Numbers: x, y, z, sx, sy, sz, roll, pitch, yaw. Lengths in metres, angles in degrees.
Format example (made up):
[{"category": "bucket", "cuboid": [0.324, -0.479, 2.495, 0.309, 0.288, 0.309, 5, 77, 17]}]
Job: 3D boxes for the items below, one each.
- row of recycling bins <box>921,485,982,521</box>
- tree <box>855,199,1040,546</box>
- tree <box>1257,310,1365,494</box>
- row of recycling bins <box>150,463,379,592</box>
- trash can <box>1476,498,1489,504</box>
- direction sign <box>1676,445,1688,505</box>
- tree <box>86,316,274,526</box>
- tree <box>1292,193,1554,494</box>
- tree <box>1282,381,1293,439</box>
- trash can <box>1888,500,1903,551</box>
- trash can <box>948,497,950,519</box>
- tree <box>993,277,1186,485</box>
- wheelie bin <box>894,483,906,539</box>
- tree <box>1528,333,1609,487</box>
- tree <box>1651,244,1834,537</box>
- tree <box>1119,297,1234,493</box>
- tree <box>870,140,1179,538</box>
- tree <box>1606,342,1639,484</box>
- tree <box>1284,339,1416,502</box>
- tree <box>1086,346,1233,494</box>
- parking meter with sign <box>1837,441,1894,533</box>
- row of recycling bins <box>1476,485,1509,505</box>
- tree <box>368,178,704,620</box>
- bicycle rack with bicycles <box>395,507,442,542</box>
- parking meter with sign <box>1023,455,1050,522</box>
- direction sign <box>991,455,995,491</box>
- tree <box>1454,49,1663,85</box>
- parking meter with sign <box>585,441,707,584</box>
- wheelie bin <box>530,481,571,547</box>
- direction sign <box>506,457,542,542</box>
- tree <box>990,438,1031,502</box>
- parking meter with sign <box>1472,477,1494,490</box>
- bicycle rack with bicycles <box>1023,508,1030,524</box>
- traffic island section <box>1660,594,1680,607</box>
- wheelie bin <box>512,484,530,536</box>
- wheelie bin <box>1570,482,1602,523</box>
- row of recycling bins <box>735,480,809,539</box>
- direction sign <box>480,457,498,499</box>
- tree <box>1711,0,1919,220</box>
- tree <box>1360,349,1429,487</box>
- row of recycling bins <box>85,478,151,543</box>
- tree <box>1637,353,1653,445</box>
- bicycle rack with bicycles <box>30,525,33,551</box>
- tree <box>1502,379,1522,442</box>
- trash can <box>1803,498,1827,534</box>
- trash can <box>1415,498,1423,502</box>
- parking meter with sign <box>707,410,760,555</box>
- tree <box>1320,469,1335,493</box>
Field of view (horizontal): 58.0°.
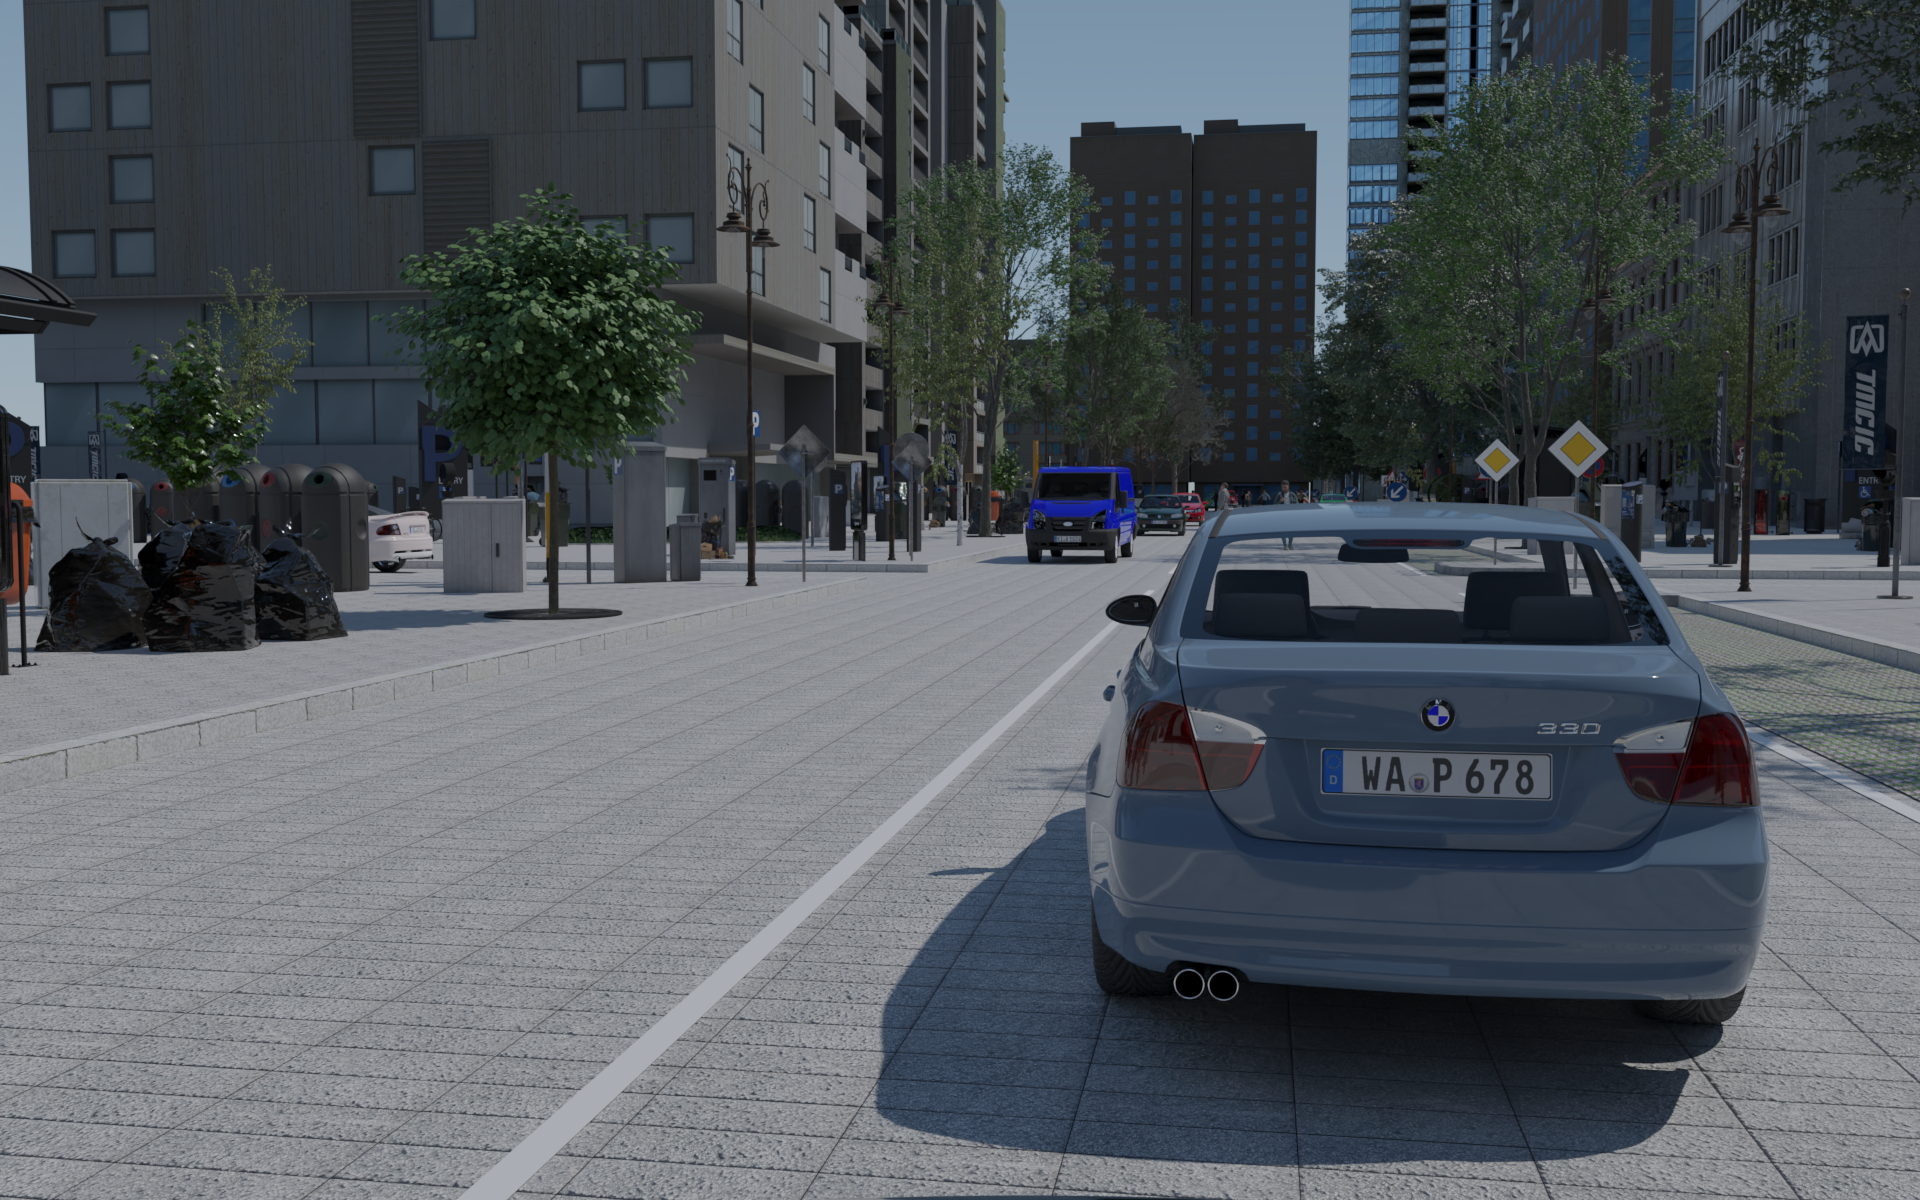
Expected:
[{"category": "row of recycling bins", "cuboid": [-0.550, -4.651, 83.160, 3.534, 1.692, 1.069, 0, 4, 7]}, {"category": "tree", "cuboid": [-0.240, -5.651, 42.756, 4.737, 8.622, 4.395, 0, 3, 0]}, {"category": "tree", "cuboid": [37.029, -19.725, 178.386, 12.611, 20.169, 13.585, 0, 3, 0]}, {"category": "row of recycling bins", "cuboid": [-9.425, -1.012, 23.666, 3.534, 1.692, 1.069, 2, 4, 31]}, {"category": "trash can", "cuboid": [19.292, -3.210, 64.139, 0.748, 1.137, 0.748, 0, 3, 0]}, {"category": "direction sign", "cuboid": [33.749, -5.444, 80.998, 0.379, 3.537, 0.876, -1, 4, -12]}, {"category": "tree", "cuboid": [-8.306, -1.488, 18.936, 1.663, 3.219, 1.824, 0, 3, 0]}, {"category": "tree", "cuboid": [19.383, -10.067, 71.258, 9.857, 13.997, 8.962, 0, 3, 0]}, {"category": "tree", "cuboid": [31.732, -14.505, 143.818, 9.857, 13.997, 8.962, 0, 3, 0]}, {"category": "trash can", "cuboid": [21.443, -1.691, 39.294, 0.748, 1.137, 0.748, 0, 3, 0]}, {"category": "trash can", "cuboid": [-0.321, -4.742, 89.185, 0.748, 1.137, 0.748, 0, 3, 0]}, {"category": "tree", "cuboid": [4.869, -8.325, 70.532, 8.767, 10.594, 7.601, 2, 4, 25]}, {"category": "wheelie bin", "cuboid": [-1.612, -2.522, 49.142, 0.980, 1.594, 0.693, -3, 4, -37]}, {"category": "tree", "cuboid": [28.326, -7.842, 78.582, 4.737, 8.622, 4.395, 0, 3, 0]}, {"category": "tree", "cuboid": [23.015, -6.141, 50.769, 4.737, 8.622, 4.395, 0, 3, 0]}, {"category": "tree", "cuboid": [20.411, -19.187, 169.593, 12.611, 20.169, 13.585, 0, 3, 0]}, {"category": "tree", "cuboid": [0.917, -7.661, 51.009, 9.928, 11.665, 9.643, 0, 3, 0]}, {"category": "tree", "cuboid": [28.881, -7.239, 68.724, 4.737, 8.622, 4.395, 0, 3, 0]}, {"category": "tree", "cuboid": [28.576, -12.718, 124.945, 9.611, 12.733, 9.660, 0, 3, 0]}, {"category": "tree", "cuboid": [15.449, -13.912, 137.823, 12.009, 13.543, 11.850, 0, 3, 0]}, {"category": "parking meter with sign", "cuboid": [29.629, -3.687, 56.538, 1.738, 3.016, 0.543, 1, 4, 23]}, {"category": "row of recycling bins", "cuboid": [22.519, -4.213, 76.000, 3.534, 1.692, 1.069, 1, 4, 17]}, {"category": "tree", "cuboid": [-4.374, -2.106, 18.152, 4.285, 4.588, 4.351, 0, 3, 0]}, {"category": "bicycle rack with bicycles", "cuboid": [-15.153, -2.015, 46.325, 2.852, 0.926, 2.925, 3, 5, 40]}, {"category": "parking meter with sign", "cuboid": [3.195, -5.019, 78.322, 1.738, 3.016, 0.543, 0, 4, 8]}, {"category": "direction sign", "cuboid": [1.939, -6.692, 101.403, 0.379, 3.537, 0.876, -1, 4, -14]}, {"category": "tree", "cuboid": [13.436, -6.993, 40.088, 9.928, 11.665, 9.643, 0, 3, 0]}, {"category": "parking meter with sign", "cuboid": [-4.618, -1.761, 25.056, 1.738, 3.016, 0.543, -3, 4, -36]}, {"category": "wheelie bin", "cuboid": [-9.887, -2.099, 42.229, 0.693, 1.594, 0.980, -3, 4, -37]}, {"category": "direction sign", "cuboid": [-11.536, -3.304, 46.010, 0.876, 3.537, 0.379, -2, 4, -28]}, {"category": "tree", "cuboid": [1.676, -3.977, 59.628, 1.663, 3.219, 1.824, 0, 3, 0]}, {"category": "parking meter with sign", "cuboid": [23.664, -5.076, 79.247, 1.738, 3.016, 0.543, -1, 4, -15]}, {"category": "bicycle rack with bicycles", "cuboid": [3.151, -3.673, 73.434, 2.852, 0.926, 2.925, -2, 4, -28]}, {"category": "traffic island section", "cuboid": [8.340, -0.071, 23.438, 2.009, 0.180, 2.903, 1, 4, 10]}, {"category": "wheelie bin", "cuboid": [-13.171, -2.729, 52.524, 0.980, 1.594, 0.693, 1, 4, 14]}, {"category": "wheelie bin", "cuboid": [16.117, -2.241, 44.542, 0.980, 1.594, 0.693, -3, 5, -42]}, {"category": "row of recycling bins", "cuboid": [-5.937, -2.631, 50.126, 3.534, 1.692, 1.069, 2, 4, 26]}, {"category": "direction sign", "cuboid": [-13.225, -3.513, 49.430, 0.876, 3.537, 0.379, -1, 4, -11]}, {"category": "tree", "cuboid": [9.171, -4.765, 12.326, 7.601, 10.594, 8.767, 1, 4, 20]}, {"category": "tree", "cuboid": [21.996, -8.349, 86.872, 4.737, 8.622, 4.395, 0, 3, 0]}, {"category": "row of recycling bins", "cuboid": [-21.391, -2.351, 45.549, 3.534, 1.692, 1.069, -1, 4, -17]}, {"category": "tree", "cuboid": [26.417, -6.731, 60.421, 4.737, 8.622, 4.395, 0, 3, 0]}, {"category": "bicycle rack with bicycles", "cuboid": [-21.046, -1.560, 38.888, 2.852, 0.926, 2.925, 0, 4, -4]}, {"category": "tree", "cuboid": [32.352, -8.998, 97.485, 4.737, 8.622, 4.395, 0, 3, 0]}, {"category": "trash can", "cuboid": [27.515, -2.698, 55.762, 0.748, 1.137, 0.748, 0, 3, 0]}, {"category": "trash can", "cuboid": [17.405, -3.260, 64.953, 0.748, 1.137, 0.748, 0, 3, 0]}, {"category": "parking meter with sign", "cuboid": [-5.112, -2.457, 36.430, 1.738, 3.016, 0.543, 1, 4, 14]}, {"category": "tree", "cuboid": [35.608, -13.229, 166.659, 4.360, 8.622, 3.978, 0, 3, 0]}]
